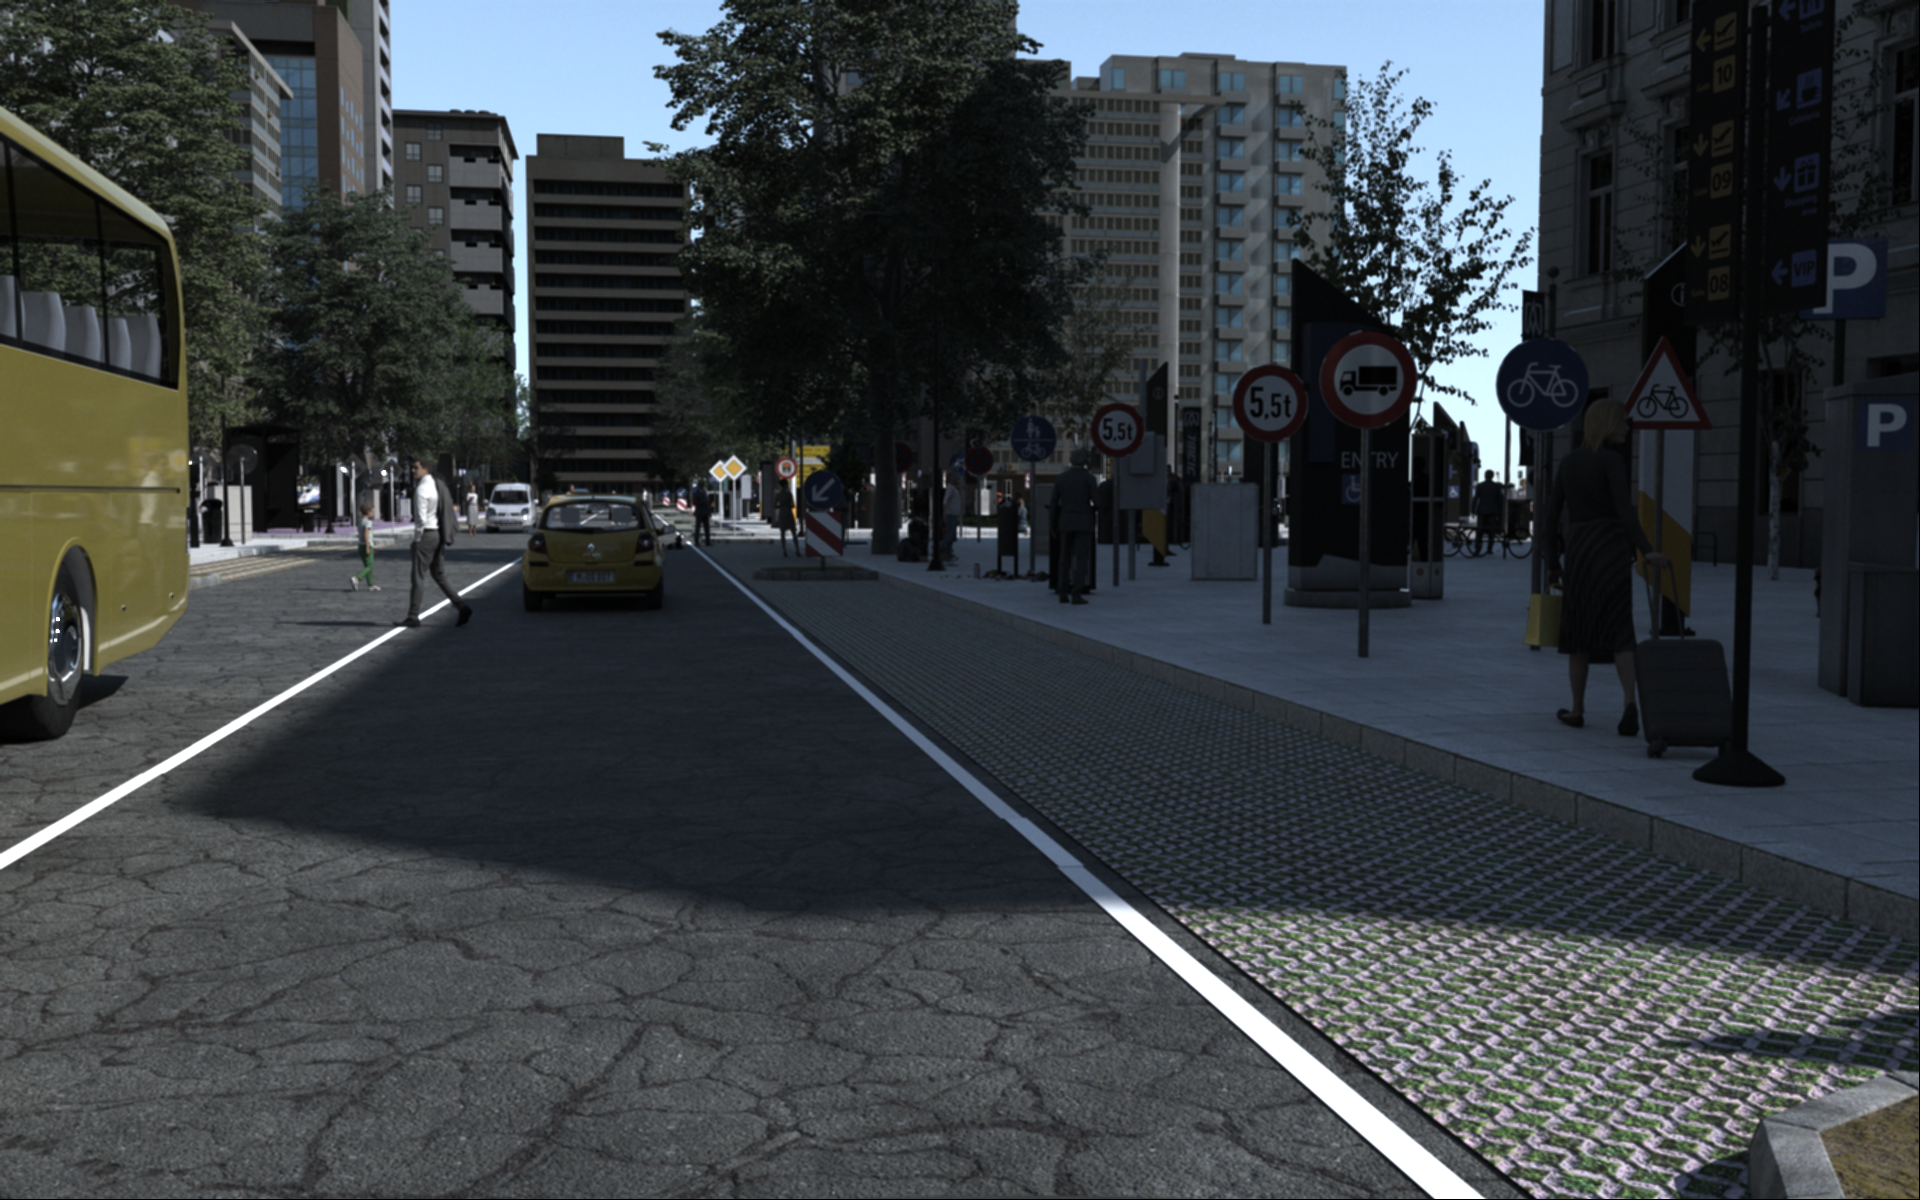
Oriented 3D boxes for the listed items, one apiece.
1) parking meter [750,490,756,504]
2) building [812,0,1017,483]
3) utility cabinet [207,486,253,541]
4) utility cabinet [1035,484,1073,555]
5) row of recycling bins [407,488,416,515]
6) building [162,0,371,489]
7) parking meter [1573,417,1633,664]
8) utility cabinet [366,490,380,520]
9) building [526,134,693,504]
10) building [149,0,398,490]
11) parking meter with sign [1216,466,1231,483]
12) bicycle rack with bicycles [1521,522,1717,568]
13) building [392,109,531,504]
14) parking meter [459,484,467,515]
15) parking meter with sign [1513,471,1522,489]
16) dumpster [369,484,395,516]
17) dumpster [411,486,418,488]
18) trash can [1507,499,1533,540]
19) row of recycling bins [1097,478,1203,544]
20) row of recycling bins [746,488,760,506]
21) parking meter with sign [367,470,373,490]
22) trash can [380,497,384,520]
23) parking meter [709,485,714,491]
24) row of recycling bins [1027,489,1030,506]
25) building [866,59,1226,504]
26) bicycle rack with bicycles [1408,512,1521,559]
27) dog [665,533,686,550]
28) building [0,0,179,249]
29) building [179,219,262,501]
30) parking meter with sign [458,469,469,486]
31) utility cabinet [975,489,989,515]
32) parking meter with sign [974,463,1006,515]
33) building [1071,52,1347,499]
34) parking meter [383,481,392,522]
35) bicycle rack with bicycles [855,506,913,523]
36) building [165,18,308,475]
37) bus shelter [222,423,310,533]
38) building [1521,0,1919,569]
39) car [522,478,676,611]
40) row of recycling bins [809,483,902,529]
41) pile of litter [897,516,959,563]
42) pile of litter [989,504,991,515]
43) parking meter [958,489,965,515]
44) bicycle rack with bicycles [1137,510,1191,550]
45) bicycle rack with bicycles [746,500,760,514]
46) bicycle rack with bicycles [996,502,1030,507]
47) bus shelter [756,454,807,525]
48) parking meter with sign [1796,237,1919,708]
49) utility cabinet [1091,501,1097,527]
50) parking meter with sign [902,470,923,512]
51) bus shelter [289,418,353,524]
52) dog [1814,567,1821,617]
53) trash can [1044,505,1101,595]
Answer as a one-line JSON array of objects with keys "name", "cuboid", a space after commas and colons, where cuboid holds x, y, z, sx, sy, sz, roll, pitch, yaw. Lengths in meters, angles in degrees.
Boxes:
[{"name": "parking meter", "cuboid": [-14.632, -6.972, 122.399, 0.372, 1.533, 0.369, 0, 3, 0]}, {"name": "building", "cuboid": [-5.016, -39.232, 183.440, 21.231, 58.520, 28.212, -1, 4, -11]}, {"name": "utility cabinet", "cuboid": [-19.649, -2.319, 46.600, 0.318, 1.500, 1.173, 2, 4, 29]}, {"name": "utility cabinet", "cuboid": [2.020, -1.700, 36.477, 0.318, 1.500, 1.173, -3, 5, -45]}, {"name": "row of recycling bins", "cuboid": [-33.707, -6.202, 108.512, 3.534, 1.692, 1.069, 3, 5, 44]}, {"name": "building", "cuboid": [-61.835, -30.964, 156.367, 14.600, 45.320, 14.200, -1, 4, -11]}, {"name": "parking meter", "cuboid": [4.863, -0.456, 13.172, 0.399, 1.863, 0.255, -1, 4, -14]}, {"name": "utility cabinet", "cuboid": [-28.872, -4.678, 85.161, 0.318, 1.500, 1.173, -3, 4, -38]}, {"name": "building", "cuboid": [-47.770, -37.532, 237.354, 21.600, 48.544, 21.300, -1, 4, -11]}, {"name": "building", "cuboid": [-71.986, -38.642, 173.790, 28.212, 58.520, 21.231, -1, 4, -11]}, {"name": "parking meter with sign", "cuboid": [16.108, -6.881, 108.763, 1.738, 3.016, 0.543, 1, 4, 23]}, {"name": "bicycle rack with bicycles", "cuboid": [12.228, -1.085, 31.123, 2.852, 0.926, 2.925, -1, 4, -15]}, {"name": "building", "cuboid": [-72.572, -39.574, 236.272, 27.495, 52.752, 28.713, -1, 4, -11]}, {"name": "parking meter", "cuboid": [-30.016, -6.047, 104.572, 0.399, 1.863, 0.255, -2, 4, -35]}, {"name": "parking meter with sign", "cuboid": [41.067, -8.150, 129.514, 1.738, 3.016, 0.543, 0, 4, -6]}, {"name": "dumpster", "cuboid": [-32.111, -5.527, 96.130, 1.264, 1.857, 1.865, -1, 4, -11]}, {"name": "dumpster", "cuboid": [-35.690, -6.649, 114.477, 1.264, 1.857, 1.865, -1, 4, -11]}, {"name": "trash can", "cuboid": [15.560, -2.237, 48.233, 0.748, 1.137, 0.748, 0, 3, 0]}, {"name": "row of recycling bins", "cuboid": [5.087, -2.339, 45.361, 3.534, 1.692, 1.069, -3, 4, -37]}, {"name": "row of recycling bins", "cuboid": [-14.249, -7.244, 125.558, 3.534, 1.692, 1.069, -3, 5, -39]}, {"name": "parking meter with sign", "cuboid": [-42.037, -7.710, 122.314, 0.543, 3.016, 1.738, 0, 4, 4]}, {"name": "trash can", "cuboid": [-29.217, -4.606, 86.960, 0.748, 1.137, 0.748, 0, 3, 0]}, {"name": "parking meter", "cuboid": [-16.309, -6.630, 114.110, 0.399, 1.863, 0.255, -3, 4, -36]}, {"name": "row of recycling bins", "cuboid": [6.598, -7.244, 125.551, 3.534, 1.692, 1.069, 0, 4, 4]}, {"name": "building", "cuboid": [5.263, -28.581, 159.173, 32.217, 40.220, 23.993, -1, 4, -11]}, {"name": "bicycle rack with bicycles", "cuboid": [9.631, -1.313, 34.844, 2.852, 0.926, 2.925, -2, 4, -29]}, {"name": "dog", "cuboid": [-7.432, -1.505, 44.800, 0.748, 0.427, 0.550, -1, 4, -18]}, {"name": "building", "cuboid": [-45.682, -18.519, 80.281, 11.434, 29.767, 29.804, -1, 4, -11]}, {"name": "building", "cuboid": [-49.880, -14.724, 105.373, 10.561, 19.102, 19.286, -1, 4, -11]}, {"name": "parking meter with sign", "cuboid": [-34.281, -7.557, 119.824, 0.543, 3.016, 1.738, -2, 4, -25]}, {"name": "utility cabinet", "cuboid": [1.066, -4.451, 81.459, 0.318, 1.500, 1.173, 1, 4, 19]}, {"name": "parking meter with sign", "cuboid": [1.678, -6.192, 97.497, 1.738, 3.016, 0.543, 0, 4, -8]}, {"name": "building", "cuboid": [26.498, -34.987, 191.647, 30.456, 49.044, 23.786, -1, 4, -11]}, {"name": "parking meter", "cuboid": [-26.516, -4.561, 80.291, 0.399, 1.863, 0.255, 3, 4, 37]}, {"name": "bicycle rack with bicycles", "cuboid": [-3.018, -3.909, 77.287, 2.925, 0.926, 2.852, 1, 4, 9]}, {"name": "building", "cuboid": [-67.148, -27.150, 135.783, 32.217, 40.220, 23.993, -1, 4, -11]}, {"name": "bus shelter", "cuboid": [-23.980, -4.207, 60.068, 1.731, 3.624, 6.357, -1, 4, -11]}, {"name": "building", "cuboid": [24.574, -14.801, 18.407, 17.030, 29.872, 44.131, -1, 4, -11]}, {"name": "car", "cuboid": [-4.757, -0.767, 22.770, 2.015, 1.641, 3.980, -1, 4, -9]}, {"name": "row of recycling bins", "cuboid": [-3.890, -3.500, 64.345, 3.534, 1.692, 1.069, 0, 4, 5]}, {"name": "pile of litter", "cuboid": [-0.554, -1.175, 33.181, 1.176, 0.858, 1.719, 3, 5, 39]}, {"name": "pile of litter", "cuboid": [1.208, -4.882, 93.779, 1.176, 0.858, 1.719, -1, 4, -13]}, {"name": "parking meter", "cuboid": [0.090, -4.868, 87.995, 0.372, 1.533, 0.369, 0, 3, 0]}, {"name": "bicycle rack with bicycles", "cuboid": [5.144, -1.557, 38.838, 2.852, 0.926, 2.925, 0, 4, -4]}, {"name": "bicycle rack with bicycles", "cuboid": [-13.810, -6.090, 112.960, 2.852, 0.926, 2.925, 3, 5, 40]}, {"name": "bicycle rack with bicycles", "cuboid": [3.436, -6.106, 113.213, 2.925, 0.926, 2.852, -1, 4, -14]}, {"name": "bus shelter", "cuboid": [-7.612, -4.941, 74.707, 2.014, 3.302, 5.546, -1, 4, -11]}, {"name": "parking meter with sign", "cuboid": [5.821, -0.908, 11.114, 0.543, 3.016, 1.738, 1, 4, 14]}, {"name": "utility cabinet", "cuboid": [5.235, -3.540, 66.558, 1.173, 1.500, 0.318, -3, 5, -43]}, {"name": "parking meter with sign", "cuboid": [-3.539, -7.841, 124.465, 1.738, 3.016, 0.543, -2, 4, -34]}, {"name": "bus shelter", "cuboid": [-28.615, -6.111, 77.551, 2.179, 5.291, 8.768, -1, 4, -11]}, {"name": "dog", "cuboid": [9.037, -0.076, 18.081, 0.406, 0.507, 0.540, -2, 4, -25]}, {"name": "trash can", "cuboid": [1.449, -0.651, 22.290, 0.748, 1.137, 0.748, 0, 3, 0]}]
